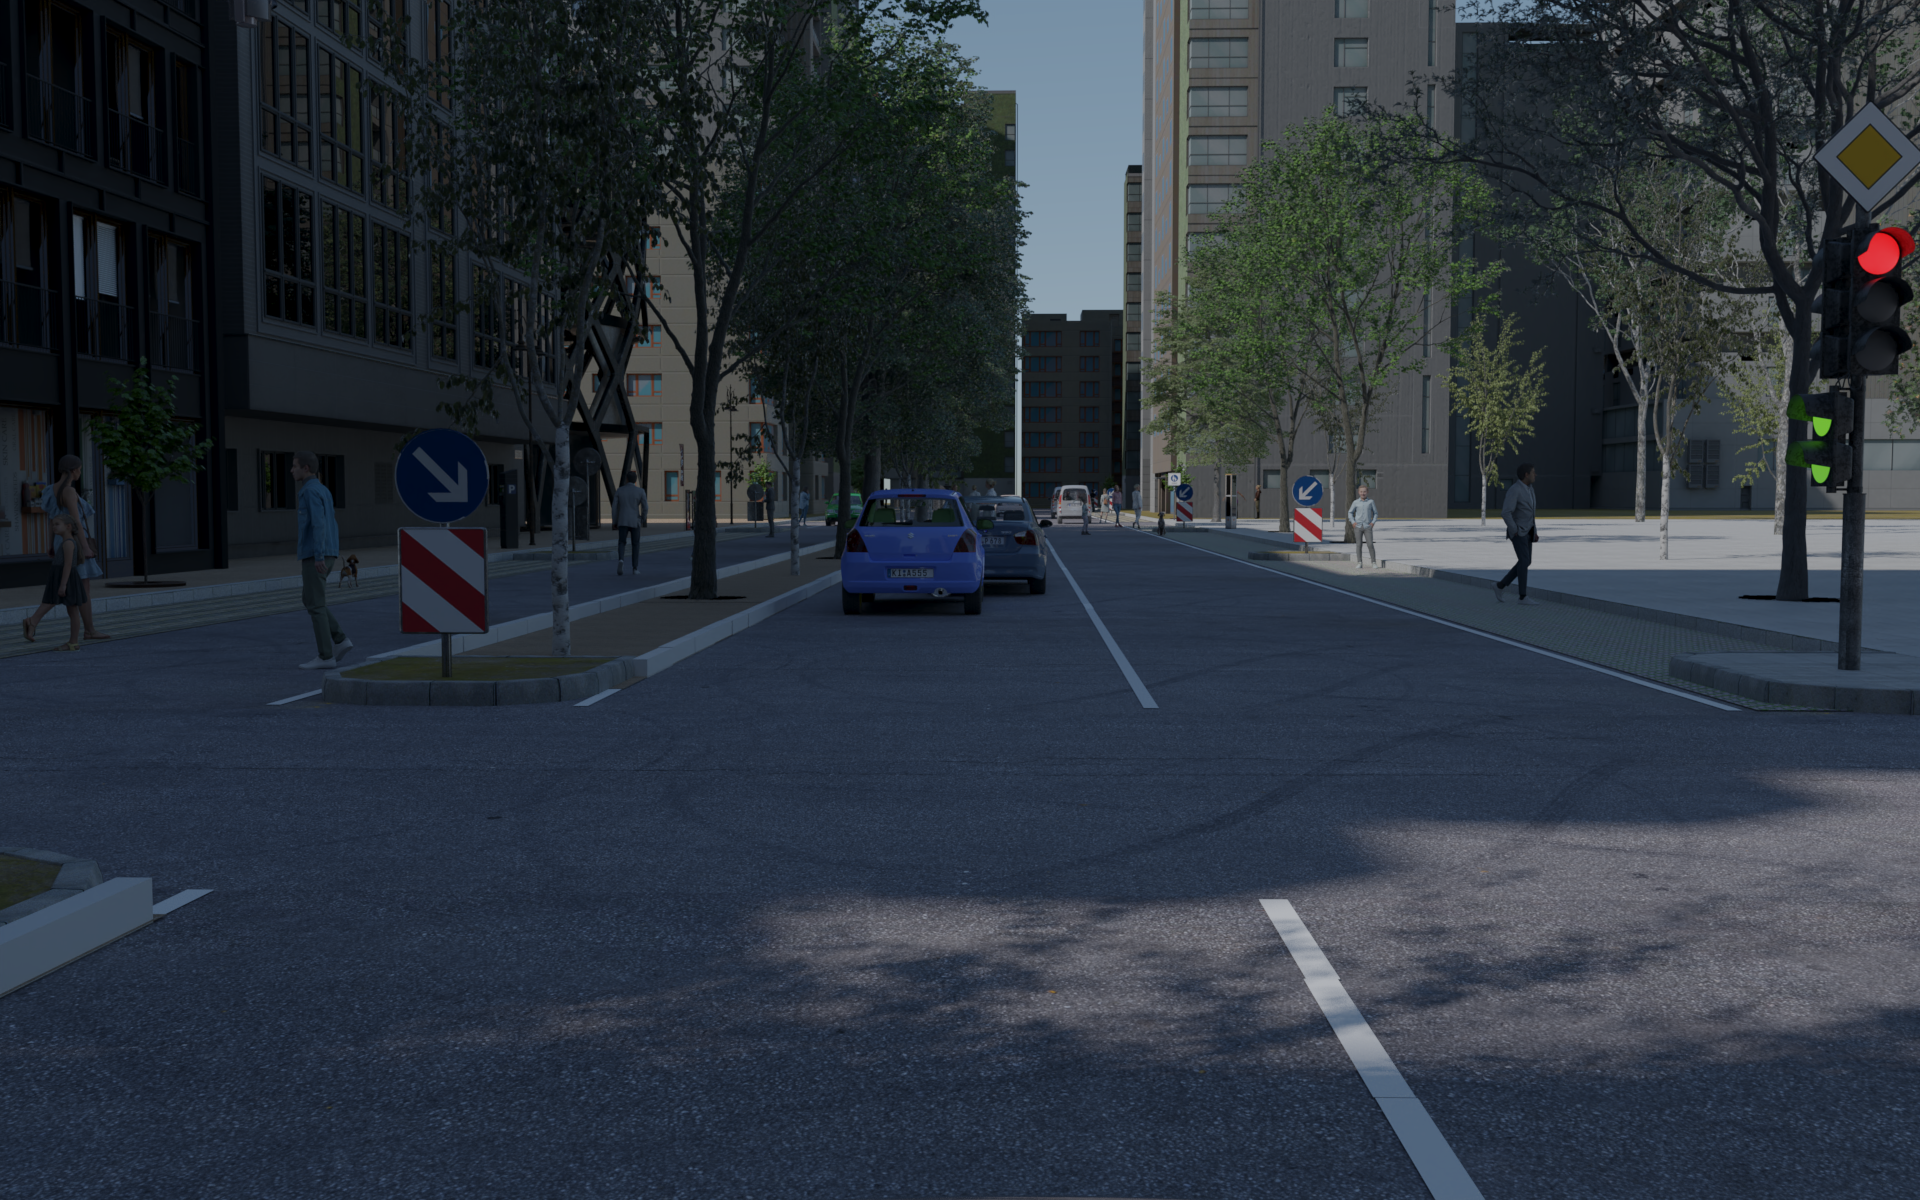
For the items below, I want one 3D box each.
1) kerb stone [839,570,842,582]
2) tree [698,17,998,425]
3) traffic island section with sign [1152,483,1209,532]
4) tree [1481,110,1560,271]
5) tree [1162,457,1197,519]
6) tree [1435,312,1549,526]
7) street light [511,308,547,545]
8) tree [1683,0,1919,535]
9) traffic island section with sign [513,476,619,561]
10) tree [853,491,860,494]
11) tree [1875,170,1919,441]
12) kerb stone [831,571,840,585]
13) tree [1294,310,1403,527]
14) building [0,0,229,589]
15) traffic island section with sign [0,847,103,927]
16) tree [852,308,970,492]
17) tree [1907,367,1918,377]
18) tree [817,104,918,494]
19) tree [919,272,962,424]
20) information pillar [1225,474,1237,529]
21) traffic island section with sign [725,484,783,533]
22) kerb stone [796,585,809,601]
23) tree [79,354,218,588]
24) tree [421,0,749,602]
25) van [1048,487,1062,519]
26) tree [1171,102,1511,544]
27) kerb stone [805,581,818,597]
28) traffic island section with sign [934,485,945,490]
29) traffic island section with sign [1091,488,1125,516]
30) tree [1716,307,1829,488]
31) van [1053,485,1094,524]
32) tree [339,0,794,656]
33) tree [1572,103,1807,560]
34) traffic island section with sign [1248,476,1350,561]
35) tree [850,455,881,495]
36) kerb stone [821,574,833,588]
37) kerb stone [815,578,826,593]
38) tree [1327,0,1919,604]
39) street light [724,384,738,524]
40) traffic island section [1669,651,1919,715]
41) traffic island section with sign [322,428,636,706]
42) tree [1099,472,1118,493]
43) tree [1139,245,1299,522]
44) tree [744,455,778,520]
[{"bbox_3d":[-2.013,-0.377,28.366,0.120,0.150,1.000,0,4,2],"label":"kerb stone"},{"bbox_3d":[-2.487,-8.465,47.514,9.857,13.997,8.962,0,3,0],"label":"tree"},{"bbox_3d":[8.270,-3.461,65.213,1.989,1.847,2.006,0,4,2],"label":"traffic island section with sign"},{"bbox_3d":[29.915,-13.683,79.610,12.611,20.169,13.585,0,3,0],"label":"tree"},{"bbox_3d":[11.260,-5.767,88.891,1.663,3.219,1.824,0,3,0],"label":"tree"},{"bbox_3d":[21.286,-7.277,69.334,4.737,8.622,4.395,0,3,0],"label":"tree"},{"bbox_3d":[-10.728,-4.310,43.263,0.468,5.910,1.993,0,4,2],"label":"street light"},{"bbox_3d":[26.924,-12.182,55.067,12.611,20.169,13.585,0,3,0],"label":"tree"},{"bbox_3d":[-8.562,-1.796,37.998,1.989,1.847,2.006,0,4,2],"label":"traffic island section with sign"},{"bbox_3d":[-8.140,-9.155,144.289,1.663,3.219,1.824,0,3,0],"label":"tree"},{"bbox_3d":[26.301,-7.540,40.288,9.611,12.733,9.660,0,3,0],"label":"tree"},{"bbox_3d":[-2.044,-0.315,27.339,0.120,0.150,1.000,0,4,2],"label":"kerb stone"},{"bbox_3d":[14.412,-7.085,66.208,4.360,8.622,3.978,0,3,0],"label":"tree"},{"bbox_3d":[-18.988,-11.726,21.393,12.332,23.373,15.834,0,4,2],"label":"building"},{"bbox_3d":[-3.820,0.176,5.251,2.006,1.907,1.989,0,4,2],"label":"traffic island section with sign"},{"bbox_3d":[-1.980,-6.530,59.585,4.737,8.622,4.395,0,3,0],"label":"tree"},{"bbox_3d":[37.452,-6.952,64.034,4.737,8.622,4.395,0,3,0],"label":"tree"},{"bbox_3d":[-2.901,-4.742,30.355,4.360,8.622,3.978,0,3,0],"label":"tree"},{"bbox_3d":[-1.666,-6.240,54.848,4.360,8.622,3.978,0,3,0],"label":"tree"},{"bbox_3d":[9.970,-3.621,63.694,0.304,2.012,0.304,-3,4,-38],"label":"information pillar"},{"bbox_3d":[-7.678,-3.444,64.938,1.989,1.847,2.006,0,4,2],"label":"traffic island section with sign"},{"bbox_3d":[-2.183,-0.063,23.229,0.120,0.150,1.000,0,4,2],"label":"kerb stone"},{"bbox_3d":[-11.210,-1.802,24.072,1.663,3.219,1.824,0,3,0],"label":"tree"},{"bbox_3d":[-3.375,-5.800,23.045,9.928,11.665,9.643,0,3,0],"label":"tree"},{"bbox_3d":[6.146,-5.768,101.314,2.013,2.044,4.112,0,4,3],"label":"van"},{"bbox_3d":[10.342,-7.298,45.081,9.928,11.665,9.643,0,3,0],"label":"tree"},{"bbox_3d":[-2.143,-0.125,24.255,0.120,0.150,1.000,0,4,2],"label":"kerb stone"},{"bbox_3d":[-1.087,-4.869,87.752,2.006,1.907,1.989,0,4,2],"label":"traffic island section with sign"},{"bbox_3d":[9.910,-6.485,114.664,1.989,1.847,2.006,0,4,2],"label":"traffic island section with sign"},{"bbox_3d":[31.108,-7.057,65.749,4.737,8.622,4.395,0,3,0],"label":"tree"},{"bbox_3d":[5.569,-4.740,84.514,2.013,2.044,4.112,0,4,3],"label":"van"},{"bbox_3d":[-3.533,-3.821,15.290,4.360,8.622,3.978,0,3,0],"label":"tree"},{"bbox_3d":[13.993,-5.089,33.564,4.360,8.622,3.978,0,3,0],"label":"tree"},{"bbox_3d":[7.354,-1.785,37.814,1.989,1.847,2.006,0,4,2],"label":"traffic island section with sign"},{"bbox_3d":[-7.611,-9.240,134.783,4.285,4.588,4.351,0,3,0],"label":"tree"},{"bbox_3d":[-2.085,-0.252,26.310,0.120,0.150,1.000,0,4,2],"label":"kerb stone"},{"bbox_3d":[-2.114,-0.182,25.281,0.120,0.150,1.000,0,4,2],"label":"kerb stone"},{"bbox_3d":[10.128,-6.740,20.567,12.009,13.543,11.850,0,3,0],"label":"tree"},{"bbox_3d":[-9.667,-6.138,73.146,0.468,5.910,1.993,0,4,2],"label":"street light"},{"bbox_3d":[6.521,0.588,12.661,2.009,0.180,2.903,0,4,2],"label":"traffic island section"},{"bbox_3d":[-3.565,-0.276,12.654,2.006,1.907,1.989,0,4,2],"label":"traffic island section with sign"},{"bbox_3d":[13.105,-9.687,152.976,1.663,3.219,1.824,0,3,0],"label":"tree"},{"bbox_3d":[11.867,-9.868,79.475,7.486,12.596,7.792,0,3,0],"label":"tree"},{"bbox_3d":[-9.801,-5.536,85.115,1.663,3.219,1.824,0,3,0],"label":"tree"}]
